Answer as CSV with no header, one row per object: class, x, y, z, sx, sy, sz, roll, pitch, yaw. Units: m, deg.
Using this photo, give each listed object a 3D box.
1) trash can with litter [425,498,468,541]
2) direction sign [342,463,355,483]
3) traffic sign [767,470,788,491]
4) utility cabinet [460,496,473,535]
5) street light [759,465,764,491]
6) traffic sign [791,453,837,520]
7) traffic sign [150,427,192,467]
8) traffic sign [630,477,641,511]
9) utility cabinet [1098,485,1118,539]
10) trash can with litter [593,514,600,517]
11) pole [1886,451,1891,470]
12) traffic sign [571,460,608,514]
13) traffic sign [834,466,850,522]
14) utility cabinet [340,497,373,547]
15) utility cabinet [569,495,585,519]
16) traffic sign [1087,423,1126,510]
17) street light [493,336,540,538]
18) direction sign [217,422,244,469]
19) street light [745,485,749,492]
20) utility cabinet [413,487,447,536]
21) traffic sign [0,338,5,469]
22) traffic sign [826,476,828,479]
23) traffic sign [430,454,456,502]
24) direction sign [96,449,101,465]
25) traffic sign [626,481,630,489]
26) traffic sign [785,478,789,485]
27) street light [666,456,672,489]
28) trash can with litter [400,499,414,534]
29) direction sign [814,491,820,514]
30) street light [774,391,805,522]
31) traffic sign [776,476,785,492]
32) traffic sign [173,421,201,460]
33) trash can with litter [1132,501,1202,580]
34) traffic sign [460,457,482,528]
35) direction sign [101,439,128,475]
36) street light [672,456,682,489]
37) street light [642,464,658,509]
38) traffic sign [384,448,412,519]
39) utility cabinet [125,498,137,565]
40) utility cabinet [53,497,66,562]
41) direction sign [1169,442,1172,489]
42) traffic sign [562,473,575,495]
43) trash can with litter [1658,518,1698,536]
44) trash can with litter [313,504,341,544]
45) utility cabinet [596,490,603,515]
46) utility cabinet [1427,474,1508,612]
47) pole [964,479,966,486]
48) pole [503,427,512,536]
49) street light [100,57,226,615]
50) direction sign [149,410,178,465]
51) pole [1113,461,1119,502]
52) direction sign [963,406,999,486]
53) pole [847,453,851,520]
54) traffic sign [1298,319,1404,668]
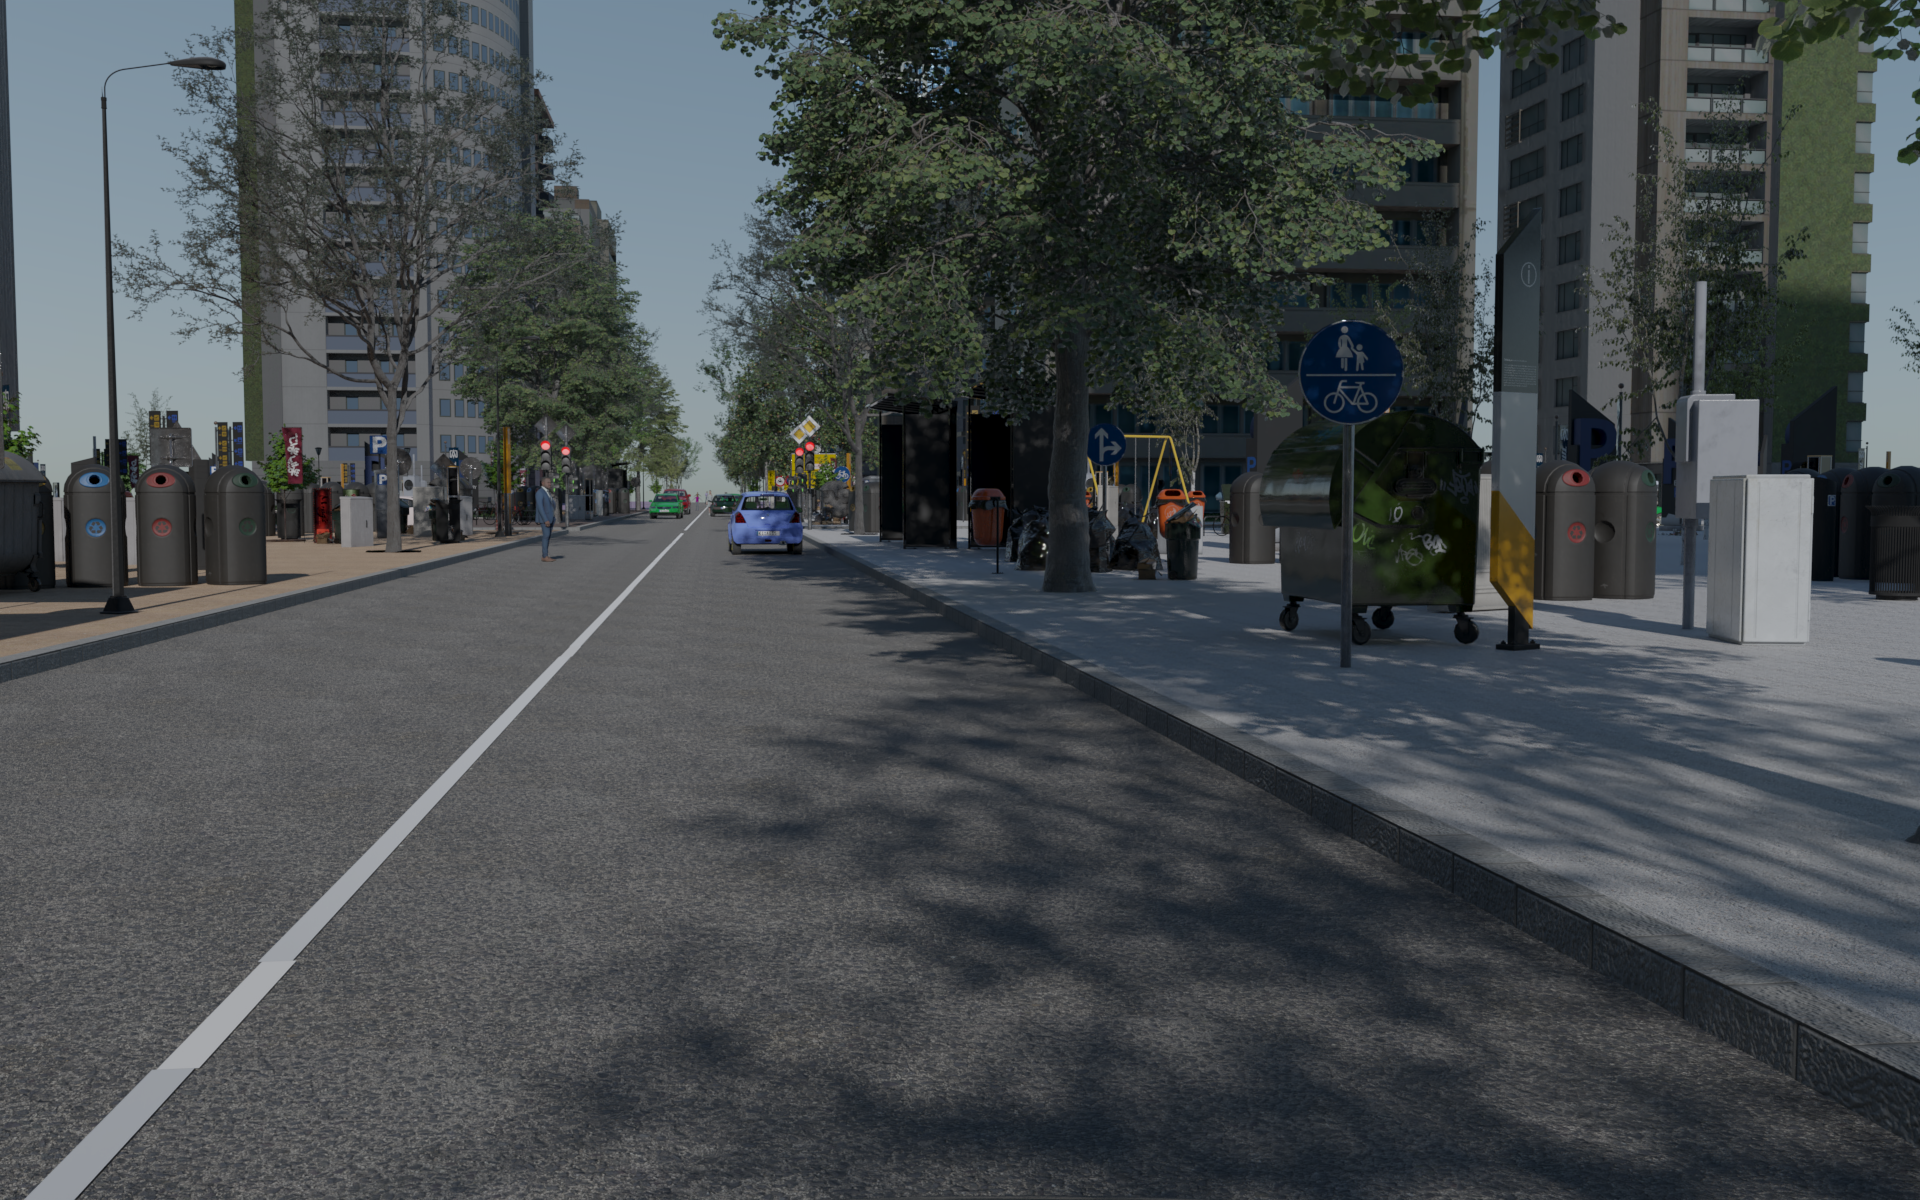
trash can with litter,-14.118,-2.216,47.621,0.624,1.170,1.055,3,4,38
direction sign,-44.647,-8.233,126.599,0.876,3.537,0.379,-2,4,-28
traffic sign,-14.877,-9.187,144.086,2.265,3.308,0.079,0,4,-5
utility cabinet,-15.575,-2.614,53.897,0.306,1.237,1.020,1,4,18
street light,-12.448,-8.513,111.729,1.470,5.913,1.316,0,4,-8
traffic sign,-7.265,-5.644,86.148,2.265,3.308,0.079,0,4,-3
traffic sign,-12.103,-1.497,26.611,0.606,2.300,0.079,0,4,-6
traffic sign,-24.195,-7.898,129.232,0.768,2.556,0.104,0,4,-5
utility cabinet,3.677,-2.093,42.892,0.318,1.500,1.173,1,4,16
trash can with litter,-21.210,-5.377,98.974,1.678,1.210,2.233,-2,4,-28
pole,44.159,-5.419,82.447,0.158,3.312,0.155,0,3,0
traffic sign,-22.457,-6.786,104.820,2.265,3.308,0.079,0,4,-6
traffic sign,-5.379,-4.823,78.958,0.768,2.556,0.104,0,4,0
utility cabinet,-14.688,-1.899,42.209,0.306,1.237,1.020,1,4,11
utility cabinet,-19.567,-4.736,88.602,1.020,1.237,0.306,1,4,13
traffic sign,2.605,-1.903,31.214,0.768,2.556,0.104,0,4,-1
street light,-13.054,-4.801,51.040,1.470,5.913,1.316,0,4,-8
direction sign,-22.874,-3.815,54.378,0.876,3.537,0.379,1,4,11
street light,-18.475,-11.166,155.110,1.470,5.913,1.316,0,4,-8
utility cabinet,-16.020,-2.681,52.515,1.173,1.500,0.318,2,4,26
traffic sign,-10.830,-1.446,17.520,2.265,3.308,0.079,0,4,-1
traffic sign,-6.430,-5.039,82.494,0.768,2.556,0.104,0,4,-3
traffic sign,-14.702,-2.946,49.346,0.795,2.450,0.064,0,4,-2
direction sign,-42.718,-5.769,86.325,0.379,3.537,0.876,3,5,42
traffic sign,-25.851,-8.075,134.158,0.606,2.300,0.079,0,4,-7
traffic sign,-11.052,-6.914,113.148,0.768,2.556,0.104,0,4,-6
street light,-30.541,-12.543,177.616,1.470,5.913,1.316,0,4,-8
trash can with litter,-17.812,-2.716,55.797,1.055,1.170,0.624,1,4,20
direction sign,-10.570,-8.147,125.195,0.876,3.537,0.379,3,5,41
street light,-7.719,-6.462,78.193,1.470,5.913,1.316,0,4,-8
traffic sign,-12.379,-7.287,119.254,0.768,2.556,0.104,0,4,-2
traffic sign,-13.914,-1.885,30.826,0.884,2.594,0.081,0,4,-6
trash can with litter,3.096,-0.891,25.959,1.055,1.170,0.624,0,4,6
traffic sign,-16.761,-3.626,59.387,0.768,2.556,0.104,0,4,-2
direction sign,-34.604,-4.838,71.101,0.876,3.537,0.379,0,4,-1
street light,-37.367,-15.549,226.769,1.470,5.913,1.316,0,4,-8
street light,-25.999,-10.558,145.167,1.470,5.913,1.316,0,4,-8
traffic sign,-15.547,-2.925,47.923,0.768,2.556,0.104,0,4,1
utility cabinet,-15.362,-1.229,31.248,1.020,1.237,0.306,-3,5,-42
utility cabinet,-17.404,-1.347,33.188,1.020,1.237,0.306,2,4,27
direction sign,9.097,-5.065,74.803,0.379,3.537,0.876,0,4,0
traffic sign,-22.714,-6.147,100.617,0.768,2.556,0.104,0,4,-3
trash can with litter,22.377,-2.624,53.960,1.678,1.210,2.233,2,4,31
trash can with litter,-16.163,-2.037,44.699,1.055,1.170,0.624,0,4,-5
utility cabinet,-21.205,-5.758,102.826,0.318,1.500,1.173,-2,4,-34
utility cabinet,5.644,-0.628,18.953,1.173,1.500,0.318,-2,4,-34
pole,0.246,-6.318,97.136,0.158,3.312,0.155,0,3,0
pole,-13.770,-3.600,52.703,0.158,3.312,0.155,0,3,0
street light,-8.500,-2.811,18.497,1.470,5.913,1.316,0,4,-8
direction sign,-21.594,-3.367,47.053,0.876,3.537,0.379,1,4,11
pole,5.751,-4.283,63.877,0.158,3.312,0.155,0,3,0
direction sign,0.585,-3.208,44.441,0.876,3.537,0.379,0,4,-1
pole,-5.555,-5.668,86.515,0.158,3.312,0.155,0,3,0
traffic sign,2.856,-0.773,12.747,0.768,2.556,0.104,0,4,2
